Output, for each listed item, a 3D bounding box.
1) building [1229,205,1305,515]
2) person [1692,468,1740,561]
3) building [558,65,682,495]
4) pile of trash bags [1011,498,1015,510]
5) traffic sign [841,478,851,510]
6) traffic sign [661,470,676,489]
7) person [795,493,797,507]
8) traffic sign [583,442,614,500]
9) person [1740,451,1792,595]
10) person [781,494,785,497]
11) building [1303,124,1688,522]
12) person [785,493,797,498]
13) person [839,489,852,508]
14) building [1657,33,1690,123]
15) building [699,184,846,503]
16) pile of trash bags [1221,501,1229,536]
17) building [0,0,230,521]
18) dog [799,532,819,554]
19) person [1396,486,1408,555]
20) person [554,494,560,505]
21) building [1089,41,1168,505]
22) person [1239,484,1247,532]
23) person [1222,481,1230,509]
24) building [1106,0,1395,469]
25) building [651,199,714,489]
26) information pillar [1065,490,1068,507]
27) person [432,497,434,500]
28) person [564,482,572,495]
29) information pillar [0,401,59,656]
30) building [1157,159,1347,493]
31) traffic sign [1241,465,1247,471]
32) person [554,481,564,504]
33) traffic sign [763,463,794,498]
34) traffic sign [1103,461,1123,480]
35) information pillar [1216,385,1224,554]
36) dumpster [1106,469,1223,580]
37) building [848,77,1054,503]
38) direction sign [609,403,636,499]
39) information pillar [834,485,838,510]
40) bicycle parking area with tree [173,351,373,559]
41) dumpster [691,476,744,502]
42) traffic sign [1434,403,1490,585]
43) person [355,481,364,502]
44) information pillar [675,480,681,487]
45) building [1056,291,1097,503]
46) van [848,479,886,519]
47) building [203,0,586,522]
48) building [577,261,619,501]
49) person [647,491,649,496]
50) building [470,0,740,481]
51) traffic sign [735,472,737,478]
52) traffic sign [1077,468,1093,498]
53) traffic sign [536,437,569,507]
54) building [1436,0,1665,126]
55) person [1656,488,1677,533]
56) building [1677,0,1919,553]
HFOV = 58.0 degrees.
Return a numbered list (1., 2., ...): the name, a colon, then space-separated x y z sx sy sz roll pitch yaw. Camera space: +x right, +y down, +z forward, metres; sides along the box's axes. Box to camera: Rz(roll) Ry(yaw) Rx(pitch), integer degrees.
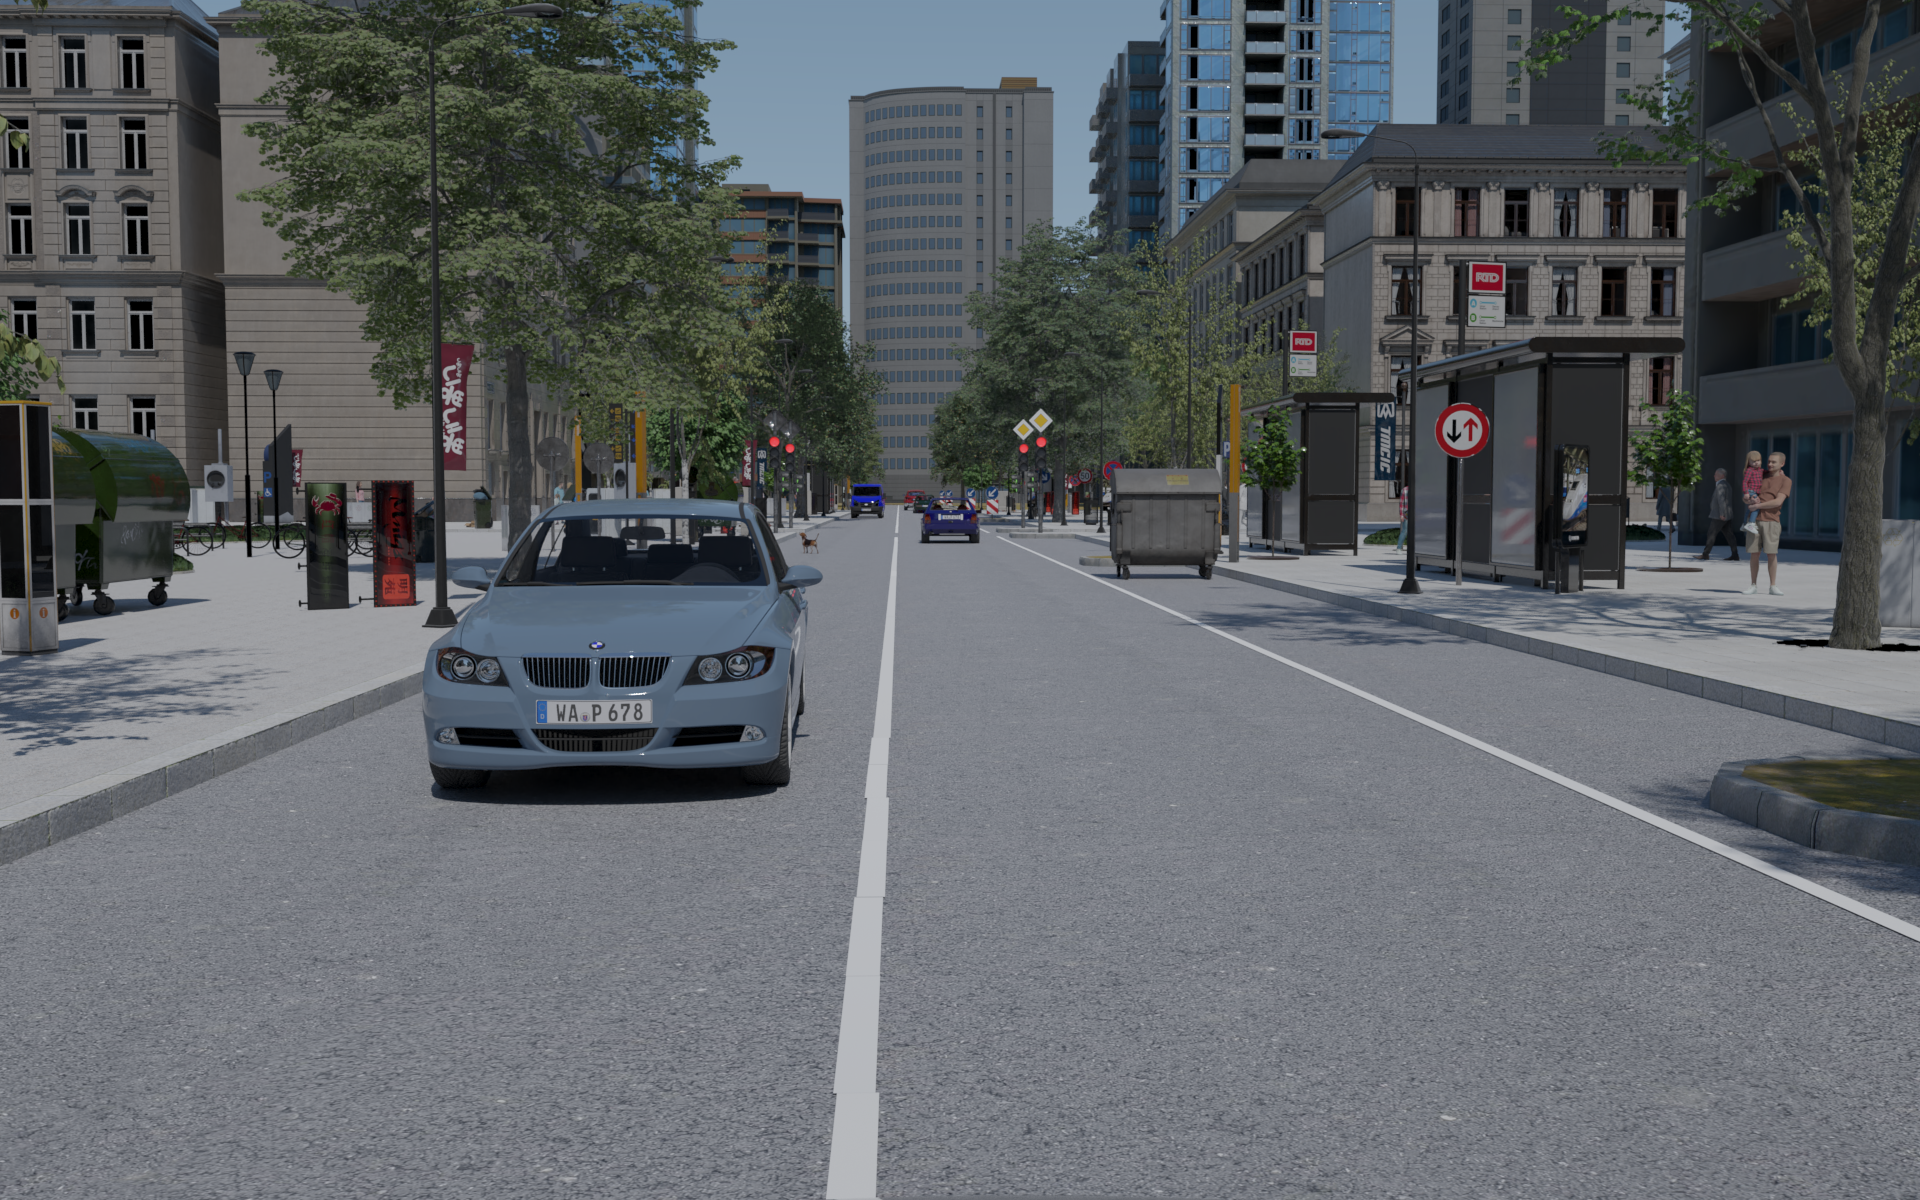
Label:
1. building: 22.762 -14.478 101.349 10.561 19.102 19.286 0 4 -2
2. person: 14.606 -1.649 33.407 0.834 1.777 0.661 2 4 29
3. building: -40.066 -28.077 150.938 32.217 40.220 23.993 0 4 -2
4. pile of trash bags: 3.370 -7.691 135.505 1.912 1.369 3.447 1 4 10
5. traffic sign: -9.106 -8.460 138.422 0.768 2.556 0.104 0 4 6
6. traffic sign: -11.049 -4.033 66.046 0.768 2.556 0.104 0 4 0
7. person: -15.677 -9.811 167.395 0.756 1.711 0.436 2 4 23
8. traffic sign: -8.919 -2.611 42.789 0.768 2.556 0.104 0 4 1
9. person: 10.206 -0.981 22.060 0.580 1.828 0.573 0 4 -4
10. person: -16.510 -9.378 159.460 0.705 1.812 1.348 -3 4 -38
11. building: 27.658 -13.433 84.256 19.286 19.102 10.561 0 4 -2
12. person: -14.879 -8.945 153.011 1.217 1.735 0.721 0 4 1
13. person: -10.294 -9.130 156.149 1.217 1.723 0.721 -1 4 -10
14. building: 47.314 -18.362 86.118 20.117 28.700 13.634 0 4 -2
15. building: -30.929 -36.235 247.069 28.867 44.769 22.147 0 4 -2
16. pile of trash bags: 6.787 -2.672 53.439 3.447 1.369 1.912 -2 4 -33
17. building: -46.868 -17.412 81.953 25.104 27.353 12.463 0 4 -2
18. dog: -3.633 -1.375 41.762 0.540 0.507 0.406 0 4 3
19. person: 9.467 -1.802 36.342 0.563 1.720 0.643 -1 4 -10
20. person: -16.846 -3.776 72.058 0.394 1.301 0.425 2 4 26
21. building: 25.827 -34.722 187.305 23.786 49.044 30.456 0 4 -2
22. person: 8.150 -2.673 49.628 0.818 1.842 0.514 0 4 6
23. person: 11.600 -4.255 75.389 0.755 1.850 0.659 1 4 10
24. building: 26.310 -51.548 155.488 22.319 86.520 31.000 0 4 -2
25. building: -32.019 -24.418 170.940 14.160 30.474 14.107 0 4 -2
26. information pillar: 6.458 -7.102 107.470 0.504 3.616 0.183 3 5 44
27. person: -20.177 -3.707 66.856 0.606 1.804 0.583 2 4 29
28. person: -16.988 -4.332 77.084 1.509 1.804 0.699 1 4 15
29. information pillar: -7.452 -0.570 13.816 0.304 2.012 0.304 1 4 15
30. building: 24.469 -17.905 126.030 16.112 22.955 30.059 0 4 -2
31. traffic sign: 9.380 -3.387 55.483 0.768 2.556 0.104 0 4 -2
32. person: -17.294 -4.212 74.766 0.748 1.841 0.638 3 5 44
33. traffic sign: -11.687 -7.102 109.989 2.265 3.308 0.079 0 4 7
34. traffic sign: 5.868 -4.059 66.463 0.768 2.556 0.104 0 4 1
35. information pillar: 5.527 -2.787 36.925 0.183 3.616 0.504 1 4 13
36. dumpster: 3.461 -1.296 29.398 1.865 1.857 1.264 0 4 -1
37. building: -1.617 -43.164 247.736 28.212 58.520 21.231 0 4 -2
38. direction sign: -8.317 -3.135 43.249 0.876 3.537 0.379 0 4 5
39. information pillar: -9.825 -8.047 136.062 0.304 2.012 0.304 -3 5 -44
40. bicycle parking area with tree: -15.261 -3.087 37.480 9.016 4.147 8.231 0 4 -2
41. dumpster: -7.186 -2.959 50.880 1.502 2.255 1.985 0 4 -2
42. traffic sign: 7.008 -1.477 24.260 0.768 2.556 0.104 0 4 2
43. person: -24.456 -3.951 70.649 0.388 1.821 0.555 0 4 1
44. information pillar: -10.658 -3.708 65.112 0.304 2.012 0.304 -1 4 -16
45. building: 20.217 -28.944 244.935 14.107 30.474 14.160 0 4 -2
46. van: -5.510 -6.054 103.368 2.240 2.365 5.245 0 4 -1
47. building: -27.781 -17.907 90.037 12.463 27.353 25.104 0 4 -2
48. building: -30.693 -14.904 111.128 16.820 18.784 16.811 0 4 -2
49. person: -25.067 -8.066 137.791 0.638 1.841 0.748 3 5 39
50. building: -40.848 -53.551 188.232 31.000 86.520 22.319 0 4 -2
51. traffic sign: -11.231 -5.148 84.273 0.768 2.556 0.104 0 4 6
52. traffic sign: 6.097 -5.172 84.669 0.768 2.556 0.104 0 4 1
53. traffic sign: -9.047 -2.344 38.436 0.768 2.556 0.104 0 4 6
54. building: 63.556 -46.146 192.737 20.611 71.187 20.563 0 4 -2
55. person: 23.134 -3.101 56.842 0.694 1.812 0.767 -1 4 -20
56. building: 29.089 -24.976 32.057 21.300 48.544 21.600 0 4 -2
